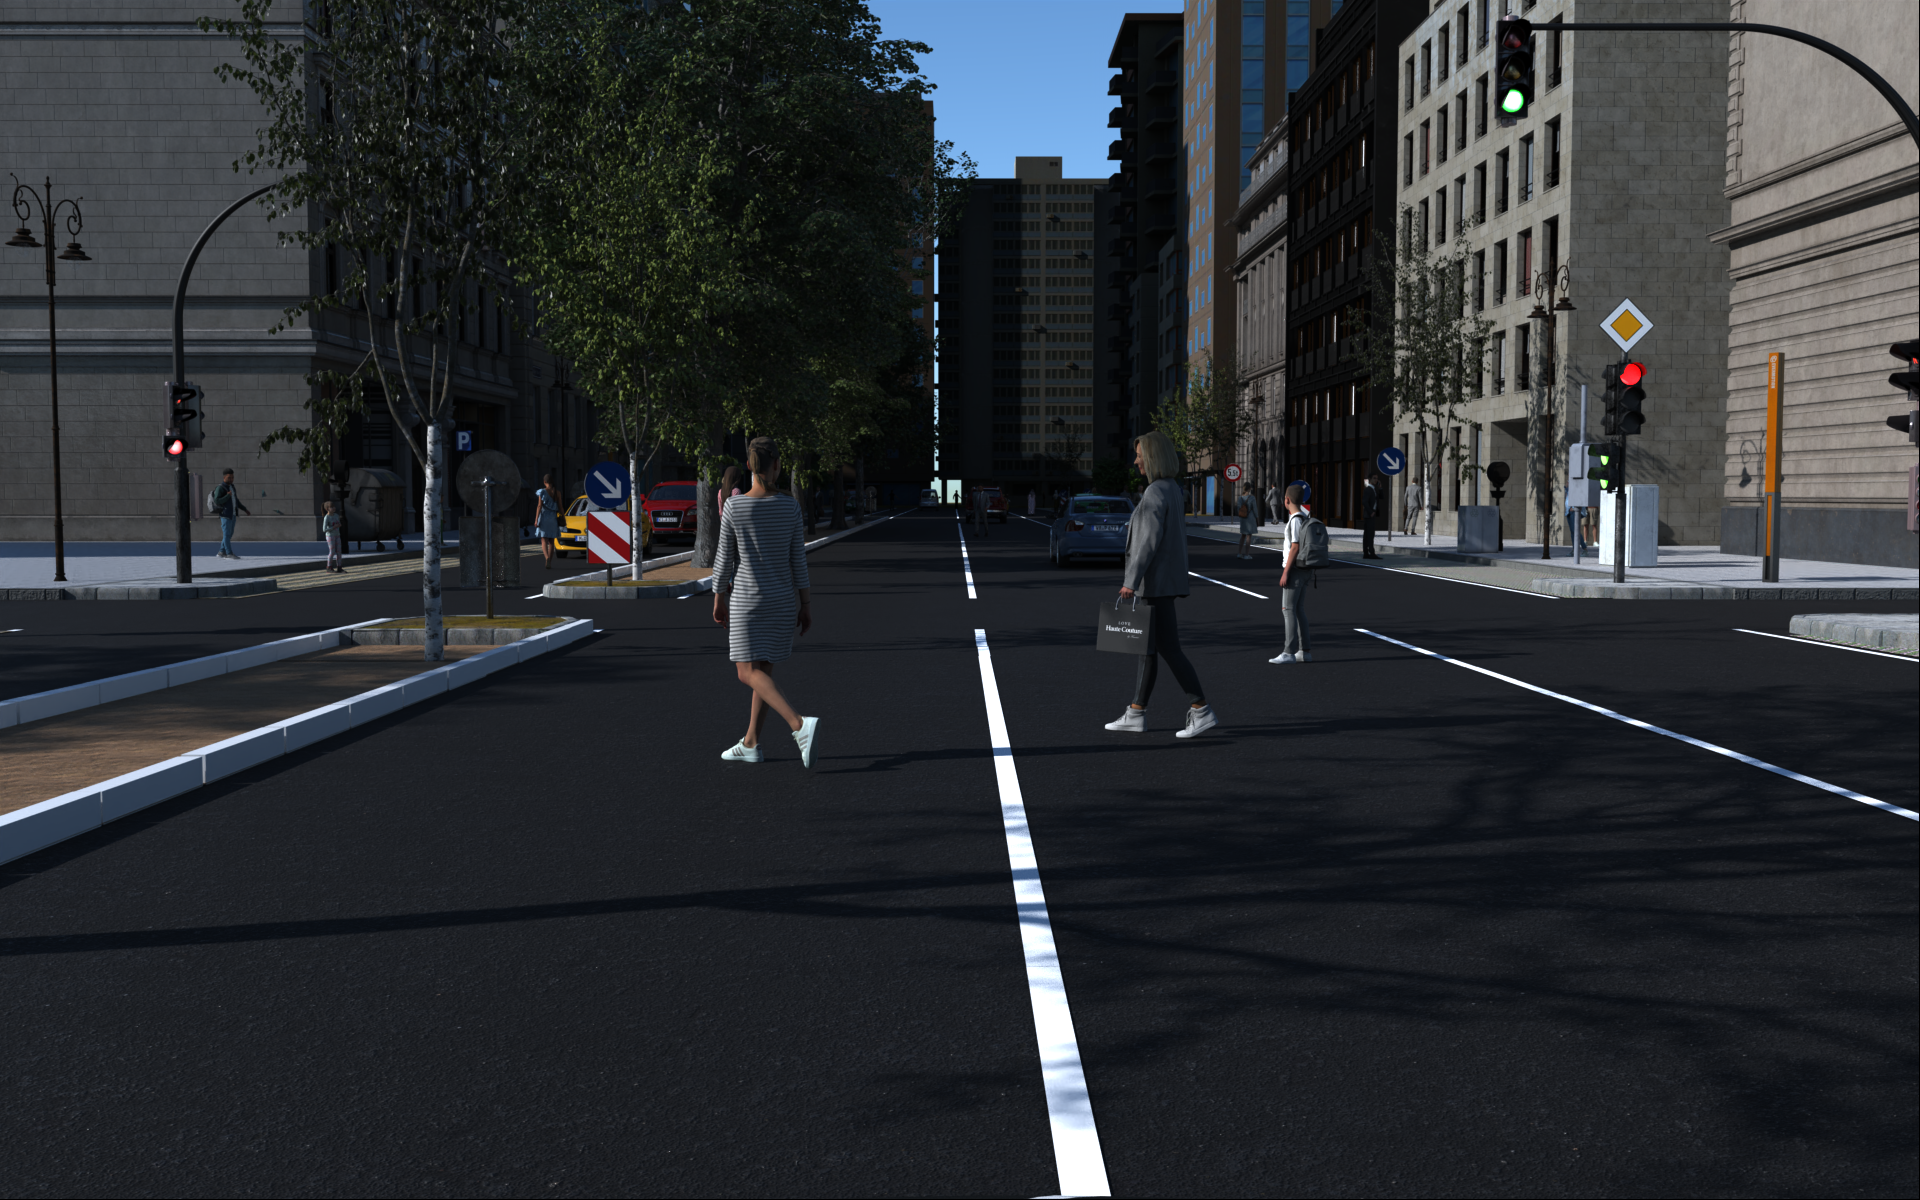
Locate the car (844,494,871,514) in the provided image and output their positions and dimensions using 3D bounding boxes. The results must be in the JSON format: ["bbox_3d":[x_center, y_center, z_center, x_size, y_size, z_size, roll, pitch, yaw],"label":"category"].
[{"bbox_3d":[-7.519,-7.111,128.060,2.131,1.459,4.920,0,4,-1],"label":"car"}]

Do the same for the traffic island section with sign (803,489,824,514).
[{"bbox_3d":[-11.260,-7.256,127.260,1.989,1.847,2.006,0,4,0],"label":"traffic island section with sign"}]

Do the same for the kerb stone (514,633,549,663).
[{"bbox_3d":[-3.798,0.429,15.175,0.120,0.150,1.000,0,4,0],"label":"kerb stone"}]

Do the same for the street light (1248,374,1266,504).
[{"bbox_3d":[11.448,-5.755,66.883,0.468,5.910,1.993,0,4,0],"label":"street light"}]

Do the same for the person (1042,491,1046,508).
[{"bbox_3d":[8.638,-10.255,176.691,0.721,1.766,1.217,0,4,-7],"label":"person"}]

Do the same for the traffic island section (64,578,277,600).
[{"bbox_3d":[-11.194,-0.164,24.958,2.009,0.180,2.903,0,4,0],"label":"traffic island section"}]

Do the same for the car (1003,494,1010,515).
[{"bbox_3d":[2.536,-6.789,121.224,2.015,1.641,3.980,0,4,1],"label":"car"}]

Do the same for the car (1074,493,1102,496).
[{"bbox_3d":[6.106,-4.547,83.141,1.959,1.807,4.718,0,4,-2],"label":"car"}]

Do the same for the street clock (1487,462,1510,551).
[{"bbox_3d":[12.041,-2.092,38.780,0.471,2.002,0.358,-1,4,-23],"label":"street clock"}]

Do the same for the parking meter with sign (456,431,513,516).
[{"bbox_3d":[-13.288,-3.200,48.581,0.543,3.016,1.738,2,4,27],"label":"parking meter with sign"}]

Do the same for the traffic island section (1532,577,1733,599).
[{"bbox_3d":[9.547,-0.168,25.031,2.009,0.180,2.903,0,4,0],"label":"traffic island section"}]

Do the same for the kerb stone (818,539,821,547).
[{"bbox_3d":[-3.908,-1.484,46.537,0.120,0.150,1.000,0,4,0],"label":"kerb stone"}]

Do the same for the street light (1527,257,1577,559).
[{"bbox_3d":[11.541,-3.739,33.923,0.468,5.910,1.993,0,4,0],"label":"street light"}]

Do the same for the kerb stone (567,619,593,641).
[{"bbox_3d":[-3.812,0.304,17.222,0.120,0.150,1.000,0,4,0],"label":"kerb stone"}]

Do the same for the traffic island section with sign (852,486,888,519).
[{"bbox_3d":[-5.160,-5.605,99.775,2.006,1.907,1.989,0,4,0],"label":"traffic island section with sign"}]

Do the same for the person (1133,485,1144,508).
[{"bbox_3d":[6.209,-3.086,59.501,0.519,1.759,0.362,-2,4,-23],"label":"person"}]

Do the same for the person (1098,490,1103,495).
[{"bbox_3d":[12.661,-9.154,157.175,0.593,1.643,0.415,-1,4,-18],"label":"person"}]

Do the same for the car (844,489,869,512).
[{"bbox_3d":[-8.289,-7.910,138.003,2.281,1.827,5.304,0,4,0],"label":"car"}]

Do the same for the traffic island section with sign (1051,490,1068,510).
[{"bbox_3d":[9.065,-8.875,153.739,1.989,1.847,2.006,0,4,0],"label":"traffic island section with sign"}]

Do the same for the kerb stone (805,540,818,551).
[{"bbox_3d":[-3.910,-1.425,45.514,0.120,0.150,1.000,0,4,0],"label":"kerb stone"}]

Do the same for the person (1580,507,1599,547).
[{"bbox_3d":[15.404,-2.224,42.388,0.580,1.828,0.573,0,4,-8],"label":"person"}]

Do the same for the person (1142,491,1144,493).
[{"bbox_3d":[12.817,-7.062,121.510,0.705,1.823,1.348,2,4,27],"label":"person"}]

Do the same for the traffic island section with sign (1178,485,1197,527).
[{"bbox_3d":[9.353,-4.156,76.584,1.989,1.847,2.006,0,4,0],"label":"traffic island section with sign"}]

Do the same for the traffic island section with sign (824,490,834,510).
[{"bbox_3d":[-11.357,-8.934,154.692,1.989,1.847,2.006,0,4,0],"label":"traffic island section with sign"}]

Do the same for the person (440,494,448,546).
[{"bbox_3d":[-12.902,-1.985,42.753,0.306,1.304,0.590,3,4,38],"label":"person"}]

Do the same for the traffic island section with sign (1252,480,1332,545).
[{"bbox_3d":[9.458,-2.508,49.629,1.989,1.847,2.006,0,4,0],"label":"traffic island section with sign"}]

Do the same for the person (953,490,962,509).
[{"bbox_3d":[-0.304,-9.591,165.457,0.705,1.807,1.348,3,4,37],"label":"person"}]

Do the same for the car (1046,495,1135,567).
[{"bbox_3d":[2.770,-1.417,35.172,2.014,1.417,4.499,0,4,0],"label":"car"}]

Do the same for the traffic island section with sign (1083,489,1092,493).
[{"bbox_3d":[9.173,-7.227,126.785,1.989,1.847,2.006,0,4,0],"label":"traffic island section with sign"}]

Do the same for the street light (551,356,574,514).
[{"bbox_3d":[-13.296,-5.213,58.023,0.468,5.910,1.993,0,4,0],"label":"street light"}]

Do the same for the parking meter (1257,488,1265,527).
[{"bbox_3d":[11.850,-3.668,68.381,0.372,1.533,0.369,0,3,0],"label":"parking meter"}]

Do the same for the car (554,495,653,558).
[{"bbox_3d":[-8.196,-1.816,39.909,2.015,1.641,3.980,0,4,-1],"label":"car"}]

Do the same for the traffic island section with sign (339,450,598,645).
[{"bbox_3d":[-4.850,-0.556,17.230,2.006,1.907,1.989,0,4,0],"label":"traffic island section with sign"}]

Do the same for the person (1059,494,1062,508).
[{"bbox_3d":[9.548,-9.405,162.136,0.709,1.838,0.599,0,4,-2],"label":"person"}]

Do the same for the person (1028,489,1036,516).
[{"bbox_3d":[4.727,-6.401,113.822,0.551,1.740,0.621,-1,4,-16],"label":"person"}]

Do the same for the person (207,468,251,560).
[{"bbox_3d":[-14.334,-1.683,33.914,0.721,1.781,0.623,0,4,-4],"label":"person"}]

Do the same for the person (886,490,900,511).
[{"bbox_3d":[-5.682,-8.367,145.305,1.348,1.822,0.705,2,4,27],"label":"person"}]

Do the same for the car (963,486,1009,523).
[{"bbox_3d":[1.295,-4.731,86.026,2.281,1.827,5.304,0,4,0],"label":"car"}]

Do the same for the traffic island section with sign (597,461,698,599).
[{"bbox_3d":[-4.868,-1.009,24.637,2.006,1.907,1.989,0,4,0],"label":"traffic island section with sign"}]

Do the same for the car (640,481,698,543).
[{"bbox_3d":[-7.887,-2.482,49.248,2.281,1.827,5.304,0,4,0],"label":"car"}]

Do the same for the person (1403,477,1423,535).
[{"bbox_3d":[14.279,-2.959,54.549,0.709,1.813,0.853,2,4,33],"label":"person"}]

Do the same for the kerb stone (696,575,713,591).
[{"bbox_3d":[-3.841,-0.234,26.024,0.120,0.150,1.000,0,4,0],"label":"kerb stone"}]

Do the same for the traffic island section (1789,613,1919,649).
[{"bbox_3d":[9.577,0.320,17.046,2.009,0.180,2.903,0,4,0],"label":"traffic island section"}]

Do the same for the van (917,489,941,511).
[{"bbox_3d":[-2.629,-8.578,147.264,2.013,2.044,4.112,0,4,-1],"label":"van"}]

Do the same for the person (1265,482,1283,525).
[{"bbox_3d":[13.180,-4.051,72.556,0.678,1.792,0.850,-1,4,-20],"label":"person"}]

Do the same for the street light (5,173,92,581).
[{"bbox_3d":[-13.262,-3.215,25.355,0.468,5.910,1.993,0,4,0],"label":"street light"}]

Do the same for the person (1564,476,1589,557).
[{"bbox_3d":[12.656,-1.789,35.554,0.793,1.790,0.793,-2,4,-29],"label":"person"}]

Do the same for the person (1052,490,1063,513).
[{"bbox_3d":[7.405,-7.505,131.935,0.721,1.736,1.217,-3,4,-38],"label":"person"}]

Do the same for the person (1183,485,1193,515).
[{"bbox_3d":[12.367,-5.398,94.793,0.782,1.767,0.515,0,4,-8],"label":"person"}]

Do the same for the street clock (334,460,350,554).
[{"bbox_3d":[-13.247,-1.993,37.153,0.358,2.002,0.471,0,4,-7],"label":"street clock"}]

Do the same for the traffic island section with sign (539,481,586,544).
[{"bbox_3d":[-10.959,-2.533,50.035,1.989,1.847,2.006,0,4,0],"label":"traffic island section with sign"}]

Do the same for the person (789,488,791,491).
[{"bbox_3d":[-11.213,-6.420,113.426,1.348,1.831,0.705,-3,5,-43],"label":"person"}]

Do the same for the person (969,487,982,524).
[{"bbox_3d":[0.862,-4.522,82.927,0.782,1.767,0.515,3,5,44],"label":"person"}]

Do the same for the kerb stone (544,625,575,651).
[{"bbox_3d":[-3.797,0.367,16.197,0.120,0.150,1.000,0,4,0],"label":"kerb stone"}]

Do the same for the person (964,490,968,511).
[{"bbox_3d":[0.532,-8.556,148.406,0.705,1.823,1.348,1,4,10],"label":"person"}]

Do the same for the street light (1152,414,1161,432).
[{"bbox_3d":[11.267,-7.753,99.551,0.468,5.910,1.993,0,4,0],"label":"street light"}]
